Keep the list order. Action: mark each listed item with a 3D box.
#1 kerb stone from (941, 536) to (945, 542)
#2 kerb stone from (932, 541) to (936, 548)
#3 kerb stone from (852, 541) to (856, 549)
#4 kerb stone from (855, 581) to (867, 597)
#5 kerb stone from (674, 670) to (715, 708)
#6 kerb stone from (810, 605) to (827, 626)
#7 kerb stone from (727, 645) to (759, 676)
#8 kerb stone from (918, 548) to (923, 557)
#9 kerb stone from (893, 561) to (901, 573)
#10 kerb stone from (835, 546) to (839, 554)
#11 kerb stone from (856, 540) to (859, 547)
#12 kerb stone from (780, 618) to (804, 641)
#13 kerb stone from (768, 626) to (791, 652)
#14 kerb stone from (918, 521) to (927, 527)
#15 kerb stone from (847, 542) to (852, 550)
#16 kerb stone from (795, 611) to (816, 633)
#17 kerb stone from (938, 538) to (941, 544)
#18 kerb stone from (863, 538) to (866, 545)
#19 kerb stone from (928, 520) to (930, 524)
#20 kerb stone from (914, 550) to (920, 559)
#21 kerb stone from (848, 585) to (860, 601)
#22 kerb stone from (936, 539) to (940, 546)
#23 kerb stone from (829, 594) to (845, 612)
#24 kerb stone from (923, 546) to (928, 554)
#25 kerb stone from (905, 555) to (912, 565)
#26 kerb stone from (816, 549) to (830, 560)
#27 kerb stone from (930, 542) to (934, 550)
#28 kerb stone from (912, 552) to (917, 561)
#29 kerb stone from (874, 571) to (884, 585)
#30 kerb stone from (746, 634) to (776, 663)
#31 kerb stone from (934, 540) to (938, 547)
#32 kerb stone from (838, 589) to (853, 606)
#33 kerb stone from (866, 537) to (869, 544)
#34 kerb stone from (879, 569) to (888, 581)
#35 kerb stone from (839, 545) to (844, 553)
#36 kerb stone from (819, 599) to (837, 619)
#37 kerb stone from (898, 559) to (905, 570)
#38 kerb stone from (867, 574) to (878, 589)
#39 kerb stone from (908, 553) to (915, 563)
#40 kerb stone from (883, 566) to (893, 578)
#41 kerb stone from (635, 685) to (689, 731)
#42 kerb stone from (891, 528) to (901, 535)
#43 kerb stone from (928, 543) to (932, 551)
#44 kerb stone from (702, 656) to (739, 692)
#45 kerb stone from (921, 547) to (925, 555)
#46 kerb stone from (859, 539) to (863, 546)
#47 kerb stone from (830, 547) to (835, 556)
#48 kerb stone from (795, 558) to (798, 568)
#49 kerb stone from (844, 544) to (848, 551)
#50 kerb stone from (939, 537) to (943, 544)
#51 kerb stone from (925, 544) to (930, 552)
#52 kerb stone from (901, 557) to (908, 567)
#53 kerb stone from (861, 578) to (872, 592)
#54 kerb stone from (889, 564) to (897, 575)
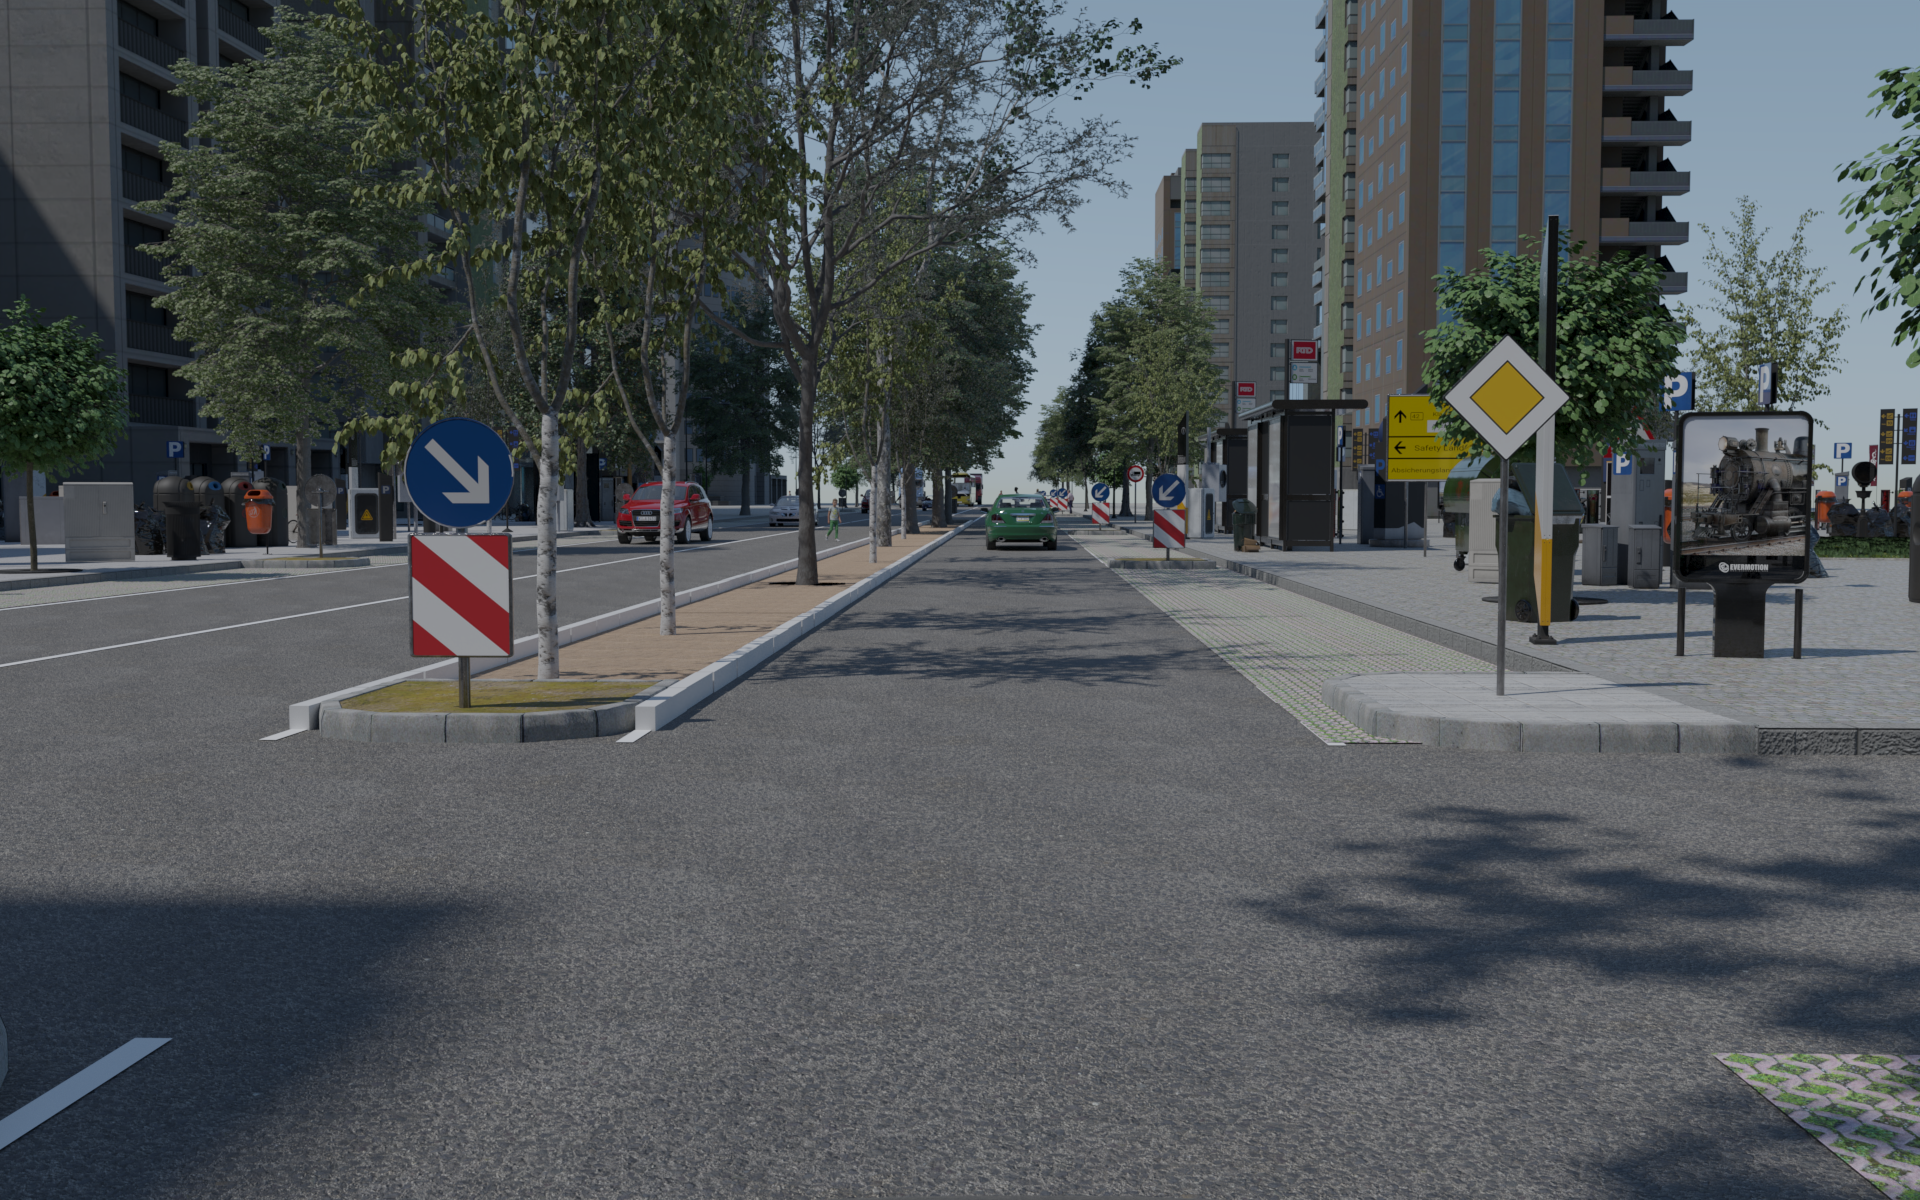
[{"bbox_3d":[-0.592,-1.693,49.884,0.120,0.150,1.000,0,4,2],"label":"kerb stone"},{"bbox_3d":[-0.770,-1.377,44.753,0.120,0.150,1.000,0,4,2],"label":"kerb stone"},{"bbox_3d":[-2.870,-1.383,44.808,0.120,0.150,1.000,0,4,2],"label":"kerb stone"},{"bbox_3d":[-1.444,-0.127,24.272,0.120,0.150,1.000,0,4,2],"label":"kerb stone"},{"bbox_3d":[-1.858,0.625,11.981,0.120,0.150,1.000,0,4,2],"label":"kerb stone"},{"bbox_3d":[-1.610,0.195,19.153,0.120,0.150,1.000,0,4,2],"label":"kerb stone"},{"bbox_3d":[-1.780,0.500,14.028,0.120,0.150,1.000,0,4,2],"label":"kerb stone"},{"bbox_3d":[-0.977,-1.004,38.603,0.120,0.150,1.000,0,4,2],"label":"kerb stone"},{"bbox_3d":[-1.207,-0.563,31.427,0.120,0.150,1.000,0,4,2],"label":"kerb stone"},{"bbox_3d":[-3.009,-1.132,40.707,0.120,0.150,1.000,0,4,2],"label":"kerb stone"},{"bbox_3d":[-2.836,-1.446,45.830,0.120,0.150,1.000,0,4,2],"label":"kerb stone"},{"bbox_3d":[-1.690,0.314,17.110,0.120,0.150,1.000,0,4,2],"label":"kerb stone"},{"bbox_3d":[-1.718,0.381,16.085,0.120,0.150,1.000,0,4,2],"label":"kerb stone"},{"bbox_3d":[-1.716,-3.514,79.646,0.120,0.150,1.000,0,4,2],"label":"kerb stone"},{"bbox_3d":[-2.907,-1.319,43.780,0.120,0.150,1.000,0,4,2],"label":"kerb stone"},{"bbox_3d":[-1.649,0.249,18.131,0.120,0.150,1.000,0,4,2],"label":"kerb stone"},{"bbox_3d":[-0.663,-1.565,47.829,0.120,0.150,1.000,0,4,2],"label":"kerb stone"},{"bbox_3d":[-2.765,-1.570,47.873,0.120,0.150,1.000,0,4,2],"label":"kerb stone"},{"bbox_3d":[-1.642,-3.639,81.695,0.120,0.150,1.000,0,4,2],"label":"kerb stone"},{"bbox_3d":[-1.008,-0.941,37.579,0.120,0.150,1.000,0,4,2],"label":"kerb stone"},{"bbox_3d":[-1.479,-0.060,23.244,0.120,0.150,1.000,0,4,2],"label":"kerb stone"},{"bbox_3d":[-0.703,-1.499,46.796,0.120,0.150,1.000,0,4,2],"label":"kerb stone"},{"bbox_3d":[-1.548,0.061,21.201,0.120,0.150,1.000,0,4,2],"label":"kerb stone"},{"bbox_3d":[-0.907,-1.124,40.657,0.120,0.150,1.000,0,4,2],"label":"kerb stone"},{"bbox_3d":[-1.104,-0.752,34.497,0.120,0.150,1.000,0,4,2],"label":"kerb stone"},{"bbox_3d":[-3.071,-1.007,38.662,0.120,0.150,1.000,0,4,2],"label":"kerb stone"},{"bbox_3d":[-0.808,-1.317,43.732,0.120,0.150,1.000,0,4,2],"label":"kerb stone"},{"bbox_3d":[-1.043,-0.878,36.557,0.120,0.150,1.000,0,4,2],"label":"kerb stone"},{"bbox_3d":[-1.341,-0.314,27.337,0.120,0.150,1.000,0,4,2],"label":"kerb stone"},{"bbox_3d":[-1.752,0.437,15.052,0.120,0.150,1.000,0,4,2],"label":"kerb stone"},{"bbox_3d":[-0.735,-1.439,45.774,0.120,0.150,1.000,0,4,2],"label":"kerb stone"},{"bbox_3d":[-1.517,-0.001,22.222,0.120,0.150,1.000,0,4,2],"label":"kerb stone"},{"bbox_3d":[-2.729,-1.633,48.895,0.120,0.150,1.000,0,4,2],"label":"kerb stone"},{"bbox_3d":[-1.316,-0.377,28.358,0.120,0.150,1.000,0,4,2],"label":"kerb stone"},{"bbox_3d":[-2.974,-1.190,41.728,0.120,0.150,1.000,0,4,2],"label":"kerb stone"},{"bbox_3d":[-1.576,0.126,20.174,0.120,0.150,1.000,0,4,2],"label":"kerb stone"},{"bbox_3d":[-1.167,-0.625,32.448,0.120,0.150,1.000,0,4,2],"label":"kerb stone"},{"bbox_3d":[-1.381,-0.251,26.316,0.120,0.150,1.000,0,4,2],"label":"kerb stone"},{"bbox_3d":[-1.068,-0.815,35.529,0.120,0.150,1.000,0,4,2],"label":"kerb stone"},{"bbox_3d":[-1.282,-0.439,29.380,0.120,0.150,1.000,0,4,2],"label":"kerb stone"},{"bbox_3d":[-1.884,0.687,10.959,0.120,0.150,1.000,0,4,2],"label":"kerb stone"},{"bbox_3d":[-2.292,-2.448,62.216,0.120,0.150,1.000,0,4,2],"label":"kerb stone"},{"bbox_3d":[-0.837,-1.255,42.707,0.120,0.150,1.000,0,4,2],"label":"kerb stone"},{"bbox_3d":[-1.818,0.562,13.002,0.120,0.150,1.000,0,4,2],"label":"kerb stone"},{"bbox_3d":[-0.937,-1.066,39.627,0.120,0.150,1.000,0,4,2],"label":"kerb stone"},{"bbox_3d":[-2.797,-1.505,46.852,0.120,0.150,1.000,0,4,2],"label":"kerb stone"},{"bbox_3d":[-3.031,-1.070,39.685,0.120,0.150,1.000,0,4,2],"label":"kerb stone"},{"bbox_3d":[-3.236,-0.693,33.526,0.120,0.150,1.000,0,4,2],"label":"kerb stone"},{"bbox_3d":[-2.935,-1.253,42.757,0.120,0.150,1.000,0,4,2],"label":"kerb stone"},{"bbox_3d":[-0.631,-1.630,48.854,0.120,0.150,1.000,0,4,2],"label":"kerb stone"},{"bbox_3d":[-0.867,-1.192,41.686,0.120,0.150,1.000,0,4,2],"label":"kerb stone"},{"bbox_3d":[-1.138,-0.690,33.475,0.120,0.150,1.000,0,4,2],"label":"kerb stone"},{"bbox_3d":[-1.419,-0.190,25.294,0.120,0.150,1.000,0,4,2],"label":"kerb stone"},{"bbox_3d":[-1.240,-0.500,30.401,0.120,0.150,1.000,0,4,2],"label":"kerb stone"}]
